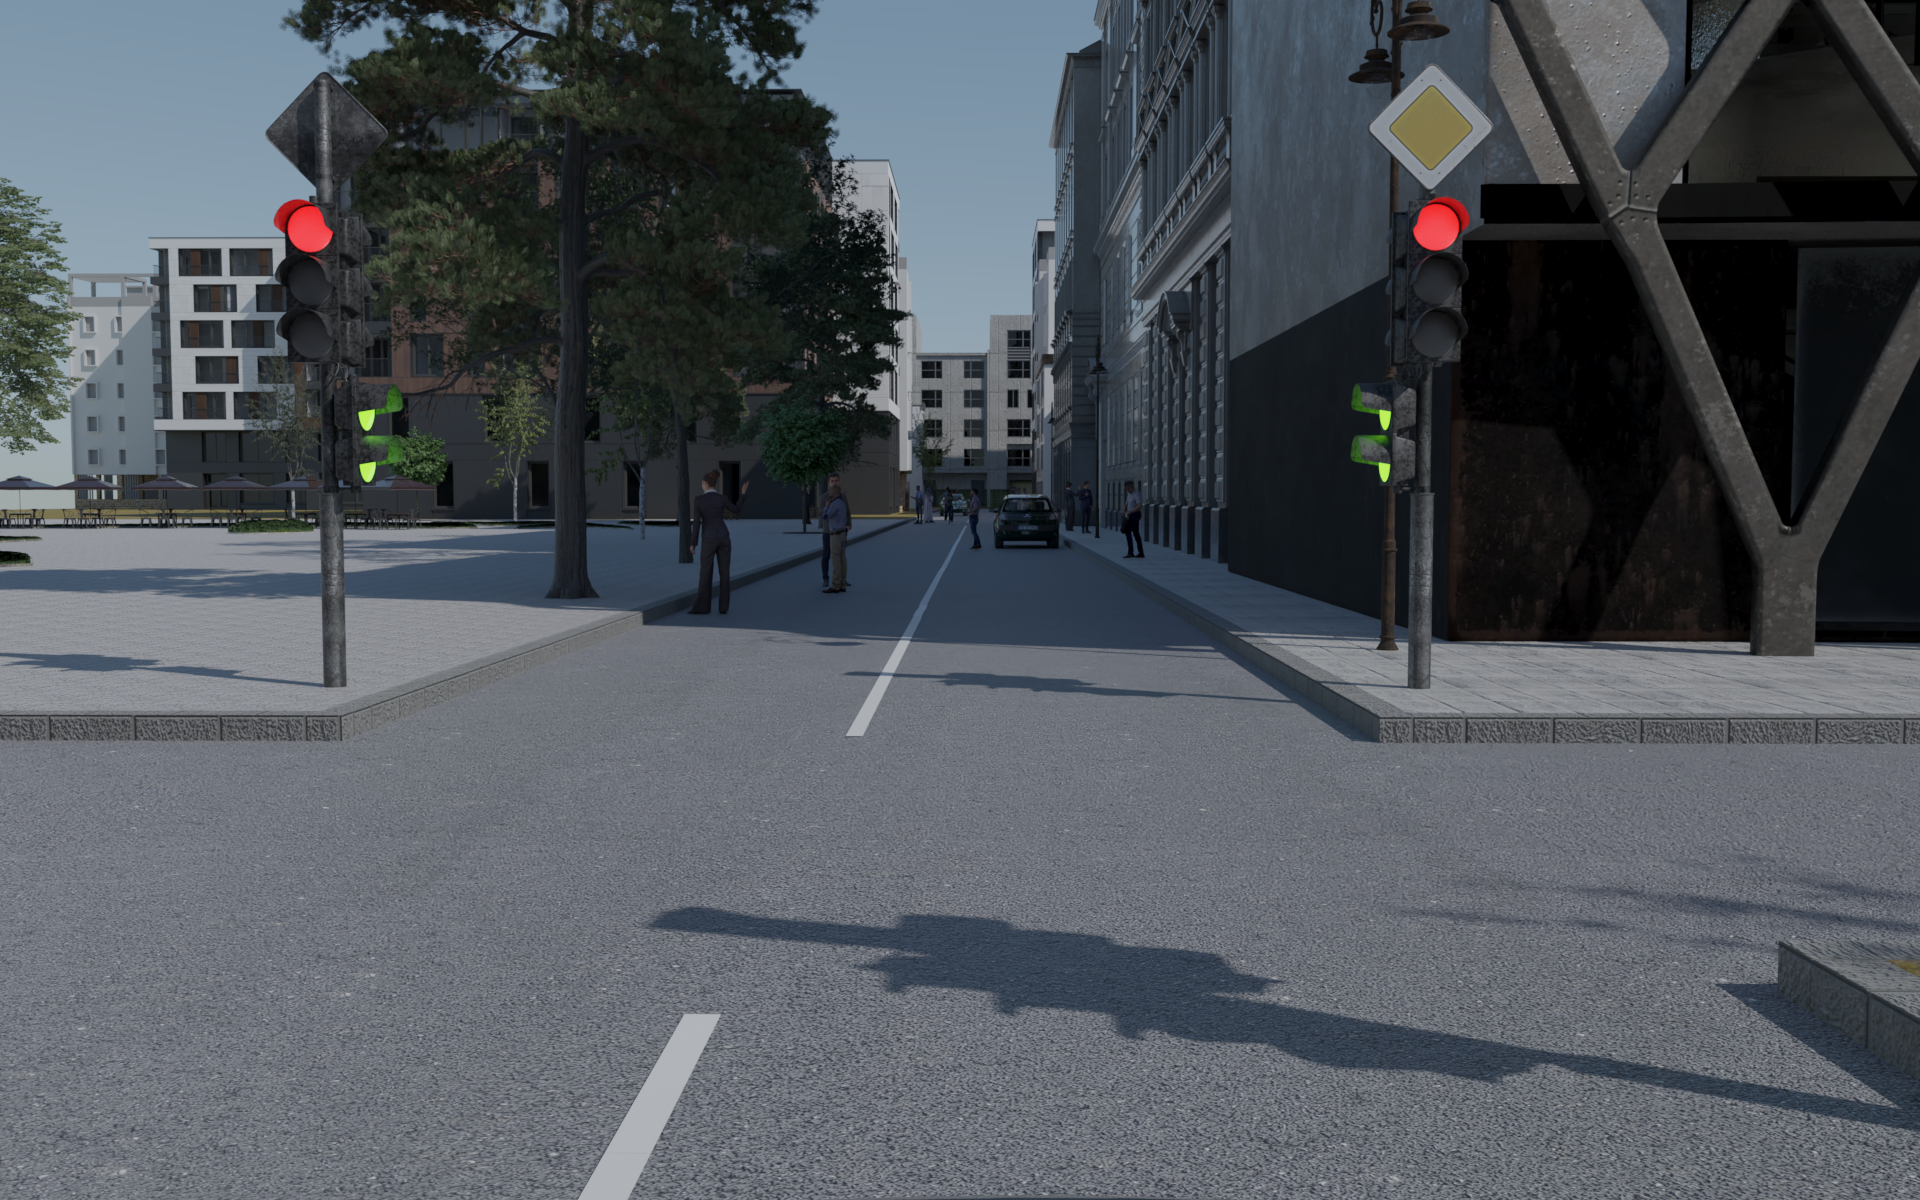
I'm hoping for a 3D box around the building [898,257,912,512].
[{"bbox_3d":[-11.796,-17.204,137.707,16.016,20.091,11.380,0,4,1],"label":"building"}]

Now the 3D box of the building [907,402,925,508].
[{"bbox_3d":[-17.335,-13.228,158.429,28.070,9.664,9.099,0,4,1],"label":"building"}]

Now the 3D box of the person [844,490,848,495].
[{"bbox_3d":[-5.584,-4.533,81.617,0.566,1.644,0.517,0,4,2],"label":"person"}]

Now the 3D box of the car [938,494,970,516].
[{"bbox_3d":[-0.428,-6.276,114.415,2.131,1.459,4.920,0,4,-1],"label":"car"}]

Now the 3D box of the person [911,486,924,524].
[{"bbox_3d":[-2.063,-4.540,82.603,0.599,1.838,0.709,-3,4,-38],"label":"person"}]

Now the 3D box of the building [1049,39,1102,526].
[{"bbox_3d":[9.166,-13.949,77.225,9.793,20.994,18.267,0,4,1],"label":"building"}]

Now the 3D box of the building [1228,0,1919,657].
[{"bbox_3d":[12.657,-9.300,19.514,16.811,18.784,16.820,0,4,1],"label":"building"}]

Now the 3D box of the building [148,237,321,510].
[{"bbox_3d":[-47.959,-18.612,148.277,32.646,21.610,27.936,0,4,1],"label":"building"}]

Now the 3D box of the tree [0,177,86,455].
[{"bbox_3d":[-31.760,-8.379,55.126,7.486,12.596,7.792,0,3,0],"label":"tree"}]

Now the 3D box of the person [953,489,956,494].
[{"bbox_3d":[-0.441,-8.234,143.056,0.705,1.831,1.348,-1,4,-15],"label":"person"}]

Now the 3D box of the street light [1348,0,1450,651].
[{"bbox_3d":[3.519,-2.525,14.079,0.468,5.910,1.993,0,4,1],"label":"street light"}]

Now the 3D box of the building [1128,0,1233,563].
[{"bbox_3d":[9.646,-12.784,37.892,11.050,23.489,19.941,0,4,1],"label":"building"}]

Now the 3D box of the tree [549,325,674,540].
[{"bbox_3d":[-9.024,-6.019,48.773,4.737,8.622,4.395,0,3,0],"label":"tree"}]

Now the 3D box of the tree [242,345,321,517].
[{"bbox_3d":[-32.964,-8.247,85.203,4.360,8.622,3.978,0,3,0],"label":"tree"}]

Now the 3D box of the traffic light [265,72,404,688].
[{"bbox_3d":[-4.145,-1.356,11.417,0.839,4.213,0.868,0,4,1],"label":"traffic light"}]

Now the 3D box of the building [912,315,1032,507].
[{"bbox_3d":[3.102,-19.147,179.511,31.486,18.905,16.747,0,4,1],"label":"building"}]

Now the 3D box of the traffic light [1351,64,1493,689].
[{"bbox_3d":[3.016,-1.351,11.337,0.839,4.213,0.868,0,4,1],"label":"traffic light"}]

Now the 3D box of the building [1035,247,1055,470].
[{"bbox_3d":[13.394,-16.310,123.091,16.016,20.091,11.380,0,4,1],"label":"building"}]

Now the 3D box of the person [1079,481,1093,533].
[{"bbox_3d":[4.094,-3.024,56.401,0.541,1.710,0.530,-1,4,-21],"label":"person"}]

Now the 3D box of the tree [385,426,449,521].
[{"bbox_3d":[-26.177,-6.106,83.549,4.285,4.588,4.351,0,3,0],"label":"tree"}]

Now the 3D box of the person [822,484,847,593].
[{"bbox_3d":[-1.820,-0.894,25.183,0.319,1.574,0.516,1,4,22],"label":"person"}]

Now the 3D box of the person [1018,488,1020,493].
[{"bbox_3d":[5.308,-9.126,155.234,0.705,1.826,1.348,1,4,11],"label":"person"}]

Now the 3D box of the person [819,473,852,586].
[{"bbox_3d":[-1.886,-1.087,26.809,0.617,1.759,0.750,-1,4,-23],"label":"person"}]

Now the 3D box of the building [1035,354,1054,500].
[{"bbox_3d":[9.460,-9.885,103.773,9.099,9.664,28.070,0,4,1],"label":"building"}]

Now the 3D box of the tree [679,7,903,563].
[{"bbox_3d":[-4.997,-5.979,32.174,8.767,10.594,7.601,1,4,10],"label":"tree"}]

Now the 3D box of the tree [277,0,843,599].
[{"bbox_3d":[-4.791,-6.063,21.185,6.751,12.117,7.091,0,3,0],"label":"tree"}]

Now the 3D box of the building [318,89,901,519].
[{"bbox_3d":[-18.314,-15.908,104.076,27.936,21.610,32.646,0,4,1],"label":"building"}]

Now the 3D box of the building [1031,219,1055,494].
[{"bbox_3d":[19.894,-18.415,145.057,27.936,21.610,32.646,0,4,1],"label":"building"}]

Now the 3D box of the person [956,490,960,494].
[{"bbox_3d":[-0.214,-8.972,155.277,1.350,1.814,0.705,2,4,34],"label":"person"}]

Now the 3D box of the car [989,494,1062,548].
[{"bbox_3d":[1.781,-2.276,46.997,2.009,1.686,4.222,0,4,1],"label":"car"}]

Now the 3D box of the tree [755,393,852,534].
[{"bbox_3d":[-5.116,-4.444,56.365,4.285,4.588,4.351,0,3,0],"label":"tree"}]

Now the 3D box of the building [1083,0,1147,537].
[{"bbox_3d":[11.531,-16.628,57.780,13.634,28.700,20.117,0,4,1],"label":"building"}]

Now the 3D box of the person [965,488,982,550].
[{"bbox_3d":[0.348,-2.079,44.458,0.435,1.587,0.963,0,4,1],"label":"person"}]

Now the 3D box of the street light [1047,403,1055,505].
[{"bbox_3d":[4.556,-6.919,85.908,0.468,5.910,1.993,0,4,1],"label":"street light"}]

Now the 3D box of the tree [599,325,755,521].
[{"bbox_3d":[-13.096,-10.532,79.621,7.806,13.903,7.818,0,3,0],"label":"tree"}]

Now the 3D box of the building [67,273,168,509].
[{"bbox_3d":[-70.147,-18.268,155.100,11.380,20.091,16.016,0,4,1],"label":"building"}]

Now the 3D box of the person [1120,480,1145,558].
[{"bbox_3d":[3.469,-1.615,34.657,0.590,1.554,0.614,-1,4,-17],"label":"person"}]

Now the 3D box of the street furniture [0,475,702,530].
[{"bbox_3d":[-24.556,-3.875,68.379,27.439,1.986,14.083,0,4,2],"label":"street furniture"}]

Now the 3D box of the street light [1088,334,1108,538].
[{"bbox_3d":[3.995,-4.737,50.244,0.468,5.910,1.993,0,4,1],"label":"street light"}]

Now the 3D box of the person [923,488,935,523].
[{"bbox_3d":[-1.537,-4.726,86.446,0.621,1.740,0.551,0,4,-2],"label":"person"}]

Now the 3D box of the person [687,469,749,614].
[{"bbox_3d":[-2.891,-0.703,20.789,0.445,1.727,0.742,3,4,37],"label":"person"}]

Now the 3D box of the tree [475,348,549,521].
[{"bbox_3d":[-20.876,-8.016,81.420,4.737,8.622,4.395,0,3,0],"label":"tree"}]

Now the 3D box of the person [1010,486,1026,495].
[{"bbox_3d":[2.168,-3.673,69.227,0.551,1.740,0.621,2,4,29],"label":"person"}]

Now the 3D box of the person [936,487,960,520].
[{"bbox_3d":[-0.656,-5.239,94.137,1.348,1.826,0.705,1,4,10],"label":"person"}]

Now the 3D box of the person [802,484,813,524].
[{"bbox_3d":[-6.443,-4.040,72.905,0.445,1.727,0.742,0,4,1],"label":"person"}]

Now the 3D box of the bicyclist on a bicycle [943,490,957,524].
[{"bbox_3d":[-0.491,-4.432,82.489,1.499,1.676,1.625,0,4,0],"label":"bicyclist on a bicycle"}]

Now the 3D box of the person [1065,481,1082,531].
[{"bbox_3d":[3.958,-3.267,60.265,0.742,1.727,0.445,2,4,30],"label":"person"}]

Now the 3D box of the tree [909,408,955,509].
[{"bbox_3d":[-2.850,-12.079,147.851,4.737,8.622,4.395,0,3,0],"label":"tree"}]
